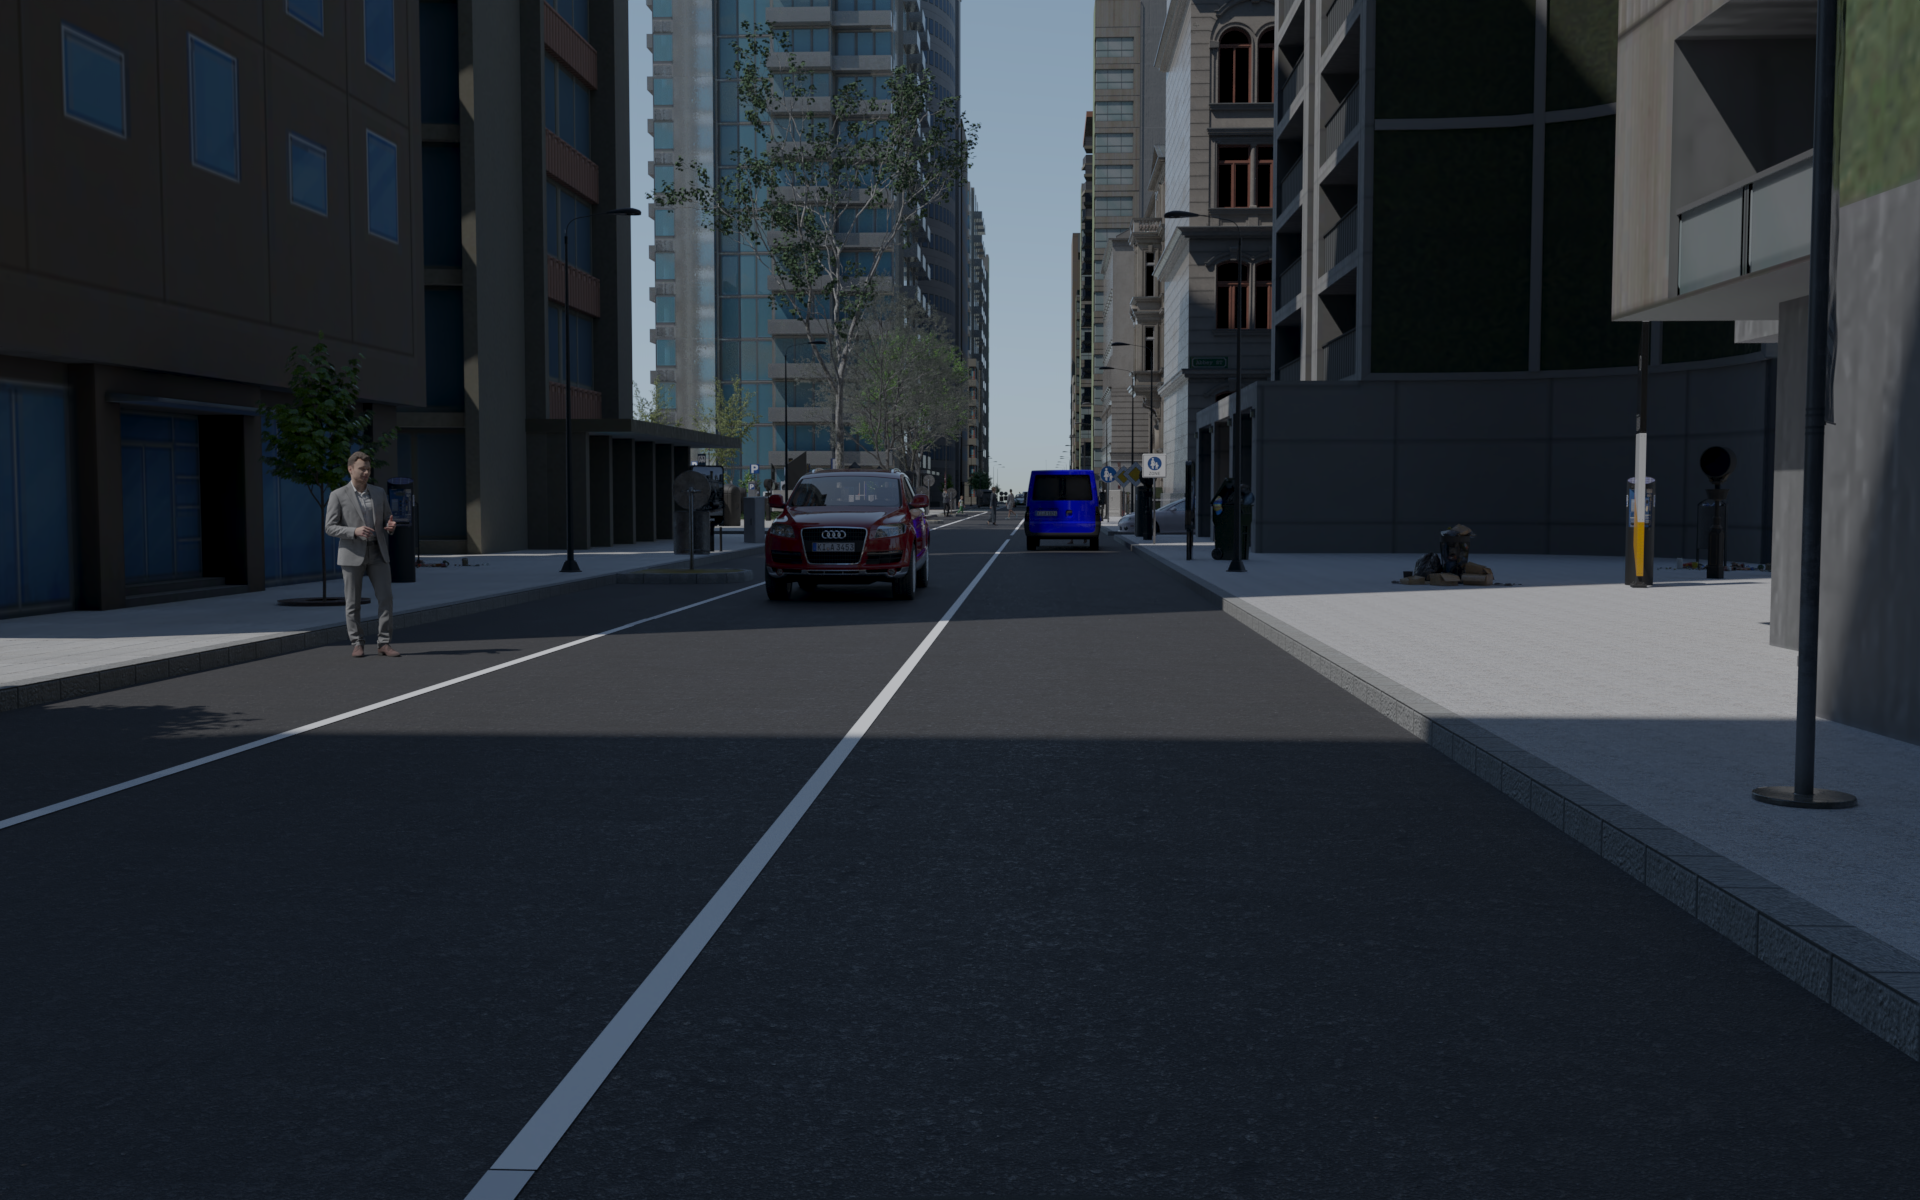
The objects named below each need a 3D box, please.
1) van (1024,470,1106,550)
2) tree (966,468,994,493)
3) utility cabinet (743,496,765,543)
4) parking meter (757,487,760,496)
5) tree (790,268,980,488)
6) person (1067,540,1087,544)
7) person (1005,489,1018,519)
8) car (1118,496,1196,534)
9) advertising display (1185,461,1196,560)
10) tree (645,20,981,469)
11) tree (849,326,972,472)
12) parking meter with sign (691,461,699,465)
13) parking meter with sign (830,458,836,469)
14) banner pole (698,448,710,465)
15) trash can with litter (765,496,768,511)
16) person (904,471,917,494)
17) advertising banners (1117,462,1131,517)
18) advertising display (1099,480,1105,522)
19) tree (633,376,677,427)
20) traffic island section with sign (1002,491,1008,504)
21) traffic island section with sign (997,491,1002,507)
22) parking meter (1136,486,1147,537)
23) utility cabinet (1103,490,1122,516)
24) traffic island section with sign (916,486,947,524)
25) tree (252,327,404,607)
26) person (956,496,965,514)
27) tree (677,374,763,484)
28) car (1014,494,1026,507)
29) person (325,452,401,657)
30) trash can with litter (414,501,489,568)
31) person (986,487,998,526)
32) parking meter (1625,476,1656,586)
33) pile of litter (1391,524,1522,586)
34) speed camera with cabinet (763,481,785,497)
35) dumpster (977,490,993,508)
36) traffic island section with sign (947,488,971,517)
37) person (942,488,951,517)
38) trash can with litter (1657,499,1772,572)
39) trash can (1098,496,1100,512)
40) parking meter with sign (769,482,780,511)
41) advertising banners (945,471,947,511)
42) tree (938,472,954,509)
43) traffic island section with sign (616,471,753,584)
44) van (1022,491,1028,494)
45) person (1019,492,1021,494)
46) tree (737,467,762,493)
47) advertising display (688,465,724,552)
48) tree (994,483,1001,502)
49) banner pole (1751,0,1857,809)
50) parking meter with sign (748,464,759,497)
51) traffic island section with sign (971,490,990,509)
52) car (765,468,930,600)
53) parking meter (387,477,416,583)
[{"bbox_3d":[2.747,-2.533,45.799,2.240,2.365,5.245,0,4,4],"label":"van"},{"bbox_3d":[2.449,-14.082,213.946,4.285,4.588,4.351,0,3,0],"label":"tree"},{"bbox_3d":[-5.433,-2.110,45.664,0.306,1.237,1.020,-2,4,-23],"label":"utility cabinet"},{"bbox_3d":[-16.003,-8.027,136.950,0.399,1.863,0.255,0,4,-4],"label":"parking meter"},{"bbox_3d":[-4.099,-11.299,95.100,12.009,13.543,11.850,0,3,0],"label":"tree"},{"bbox_3d":[3.306,-2.515,49.712,0.616,1.811,0.778,3,5,43],"label":"person"},{"bbox_3d":[2.955,-5.497,99.121,0.760,1.731,0.466,1,4,18],"label":"person"},{"bbox_3d":[7.675,-2.772,57.684,4.827,1.381,2.083,0,4,3],"label":"car"},{"bbox_3d":[4.498,-1.752,33.854,0.123,1.923,0.974,1,4,12],"label":"advertising display"},{"bbox_3d":[-6.393,-13.175,71.302,12.611,20.169,13.585,0,3,0],"label":"tree"},{"bbox_3d":[-3.081,-11.006,105.701,9.928,11.665,9.643,0,3,0],"label":"tree"},{"bbox_3d":[-13.567,-5.919,93.029,0.543,3.016,1.738,3,5,42],"label":"parking meter with sign"},{"bbox_3d":[-5.709,-5.365,83.983,0.543,3.016,1.738,-2,4,-25],"label":"parking meter with sign"},{"bbox_3d":[-13.879,-6.376,94.270,0.863,3.779,0.401,-1,4,-18],"label":"banner pole"},{"bbox_3d":[-9.958,-4.940,91.821,1.678,1.210,2.233,2,4,33],"label":"trash can with litter"},{"bbox_3d":[-0.912,-1.276,29.463,0.850,1.850,0.679,-2,4,-30],"label":"person"},{"bbox_3d":[9.055,-6.098,95.891,0.090,3.025,2.074,2,4,25],"label":"advertising banners"},{"bbox_3d":[6.655,-4.656,81.340,0.123,1.923,0.974,0,4,-4],"label":"advertising display"},{"bbox_3d":[-19.223,-9.602,107.361,4.737,8.622,4.395,0,3,0],"label":"tree"},{"bbox_3d":[5.909,-14.346,243.184,1.989,1.847,2.006,0,4,3],"label":"traffic island section with sign"},{"bbox_3d":[3.255,-10.997,188.431,1.989,1.847,2.006,0,4,3],"label":"traffic island section with sign"},{"bbox_3d":[5.465,-2.663,51.947,0.372,1.533,0.369,0,3,0],"label":"parking meter"},{"bbox_3d":[8.575,-5.489,98.423,1.173,1.500,0.318,1,4,23],"label":"utility cabinet"},{"bbox_3d":[-1.795,-4.618,84.135,1.989,1.847,2.006,0,4,3],"label":"traffic island section with sign"},{"bbox_3d":[-7.324,-1.568,20.233,1.663,3.219,1.824,0,3,0],"label":"tree"},{"bbox_3d":[0.043,-6.229,114.586,0.590,1.304,0.306,1,4,19],"label":"person"},{"bbox_3d":[-14.207,-9.495,105.599,4.737,8.622,4.395,0,3,0],"label":"tree"},{"bbox_3d":[6.696,-10.762,187.751,2.131,1.459,4.920,0,4,4],"label":"car"},{"bbox_3d":[-5.201,-0.397,15.190,0.583,1.804,0.606,3,5,44],"label":"person"},{"bbox_3d":[-9.359,-1.186,30.444,2.233,1.210,1.678,-2,4,-29],"label":"trash can with litter"},{"bbox_3d":[1.476,-4.270,78.738,0.534,1.772,0.576,-1,4,-15],"label":"person"},{"bbox_3d":[9.563,-0.975,24.353,0.372,1.533,0.369,0,3,0],"label":"parking meter"},{"bbox_3d":[7.044,-0.647,24.544,1.719,0.858,1.176,2,4,33],"label":"pile of litter"},{"bbox_3d":[-12.796,-7.787,121.653,2.038,3.252,0.660,1,4,19],"label":"speed camera with cabinet"},{"bbox_3d":[2.531,-9.758,167.763,1.865,1.857,1.264,0,4,2],"label":"dumpster"},{"bbox_3d":[-0.495,-6.269,111.126,1.989,1.847,2.006,0,4,3],"label":"traffic island section with sign"},{"bbox_3d":[-0.856,-6.172,109.600,0.592,1.802,0.473,-3,4,-38],"label":"person"},{"bbox_3d":[12.942,-1.103,29.091,1.678,1.210,2.233,-3,4,-37],"label":"trash can with litter"},{"bbox_3d":[9.348,-6.340,115.319,0.748,1.137,0.748,0,3,0],"label":"trash can"},{"bbox_3d":[-12.009,-7.063,111.747,1.738,3.016,0.543,-1,4,-20],"label":"parking meter with sign"},{"bbox_3d":[-1.011,-8.169,129.748,0.090,3.025,2.074,0,4,7],"label":"advertising banners"},{"bbox_3d":[-0.944,-9.571,151.082,1.663,3.219,1.824,0,3,0],"label":"tree"},{"bbox_3d":[-4.489,-1.226,28.667,1.989,1.847,2.006,0,4,3],"label":"traffic island section with sign"},{"bbox_3d":[9.817,-15.135,254.460,2.013,2.044,4.112,0,4,2],"label":"van"},{"bbox_3d":[8.601,-14.598,247.625,0.683,1.767,0.568,2,4,28],"label":"person"},{"bbox_3d":[-15.135,-7.894,123.664,1.663,3.219,1.824,0,3,0],"label":"tree"},{"bbox_3d":[-5.633,-2.035,38.488,0.123,1.923,0.974,3,4,39],"label":"advertising display"},{"bbox_3d":[6.182,-18.481,296.769,1.663,3.219,1.824,0,3,0],"label":"tree"},{"bbox_3d":[3.653,-1.058,7.318,0.401,3.779,0.863,2,4,33],"label":"banner pole"},{"bbox_3d":[-12.007,-6.351,100.098,0.543,3.016,1.738,0,4,4],"label":"parking meter with sign"},{"bbox_3d":[1.914,-9.318,160.984,1.989,1.847,2.006,0,4,3],"label":"traffic island section with sign"},{"bbox_3d":[-1.550,-1.010,25.190,2.281,1.827,5.304,0,4,2],"label":"car"},{"bbox_3d":[-8.102,-1.022,25.121,0.372,1.533,0.369,0,3,0],"label":"parking meter"}]
